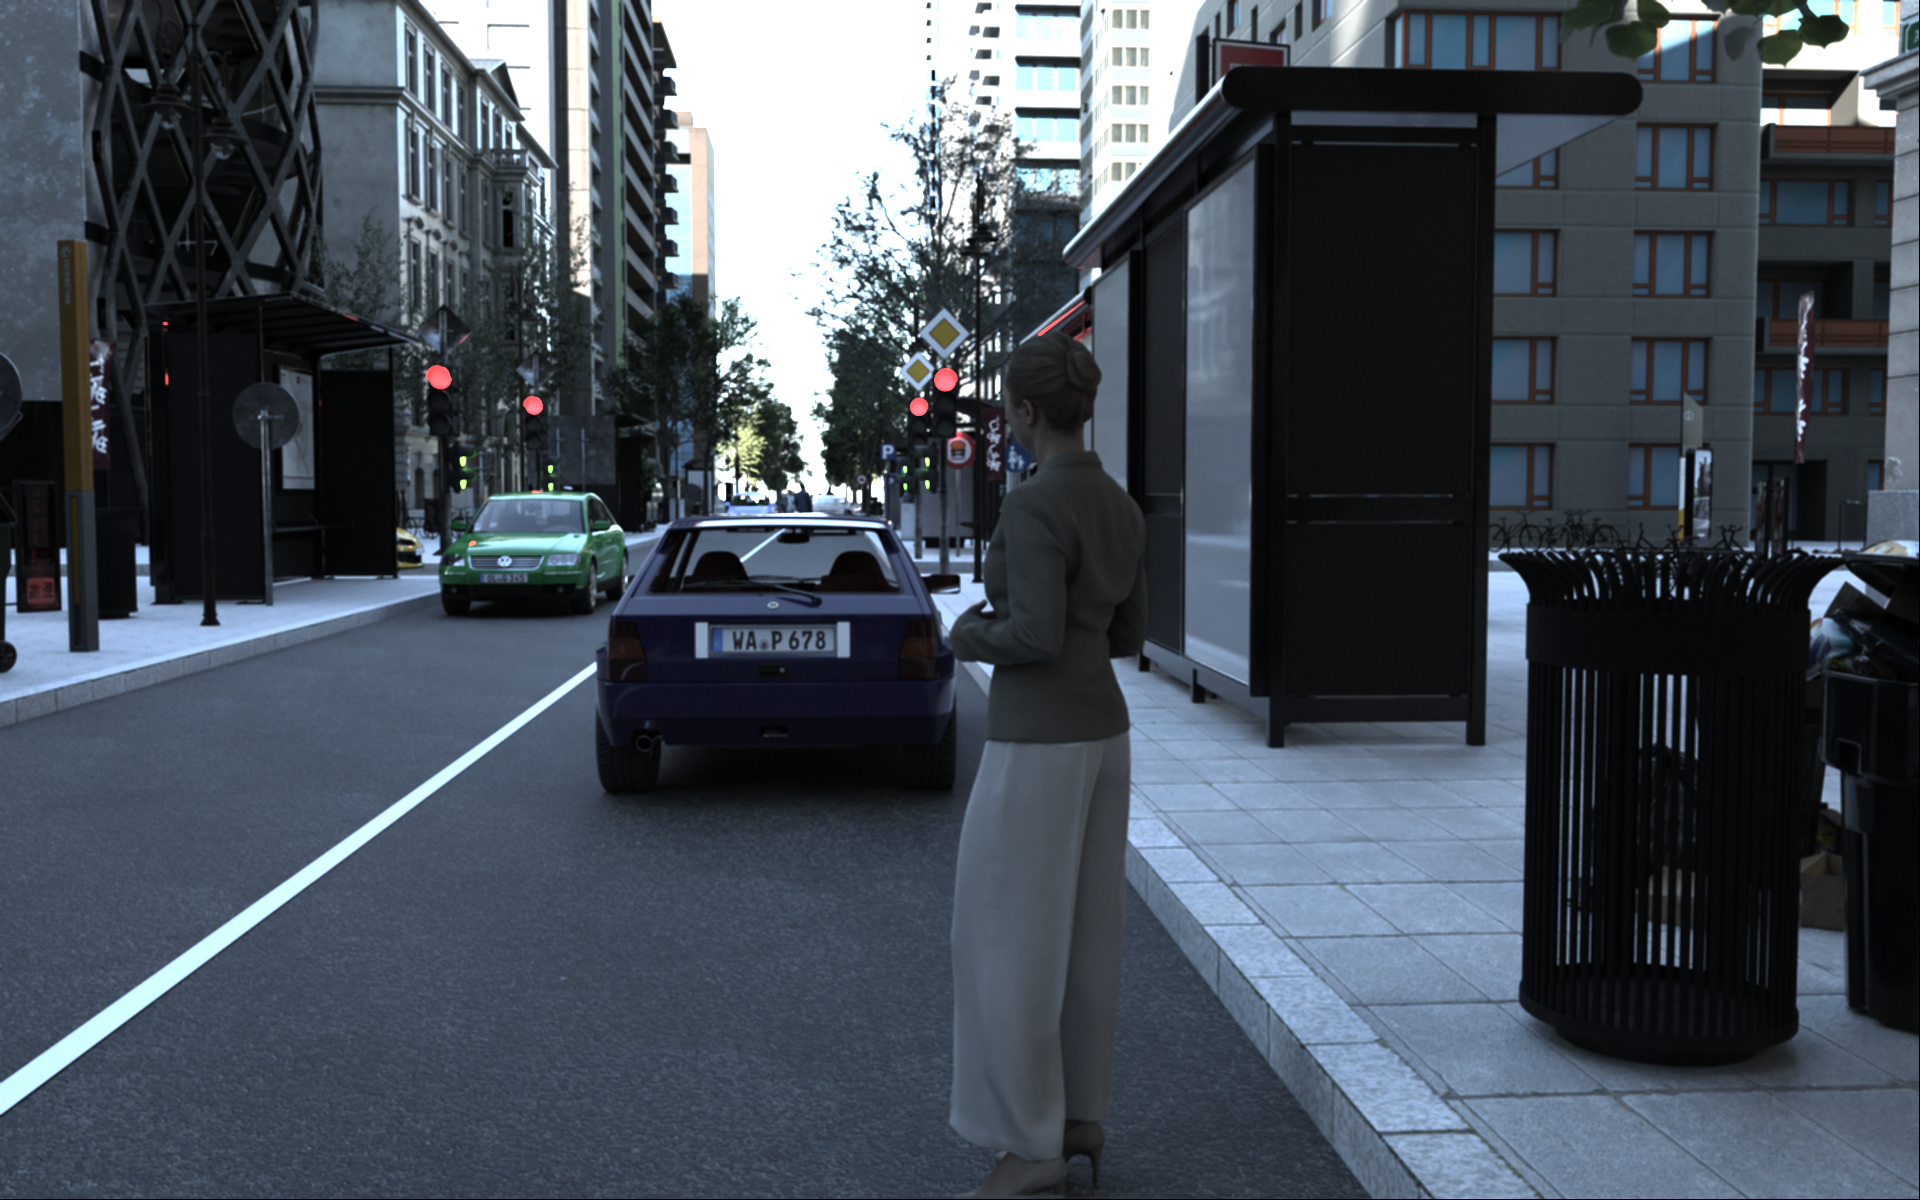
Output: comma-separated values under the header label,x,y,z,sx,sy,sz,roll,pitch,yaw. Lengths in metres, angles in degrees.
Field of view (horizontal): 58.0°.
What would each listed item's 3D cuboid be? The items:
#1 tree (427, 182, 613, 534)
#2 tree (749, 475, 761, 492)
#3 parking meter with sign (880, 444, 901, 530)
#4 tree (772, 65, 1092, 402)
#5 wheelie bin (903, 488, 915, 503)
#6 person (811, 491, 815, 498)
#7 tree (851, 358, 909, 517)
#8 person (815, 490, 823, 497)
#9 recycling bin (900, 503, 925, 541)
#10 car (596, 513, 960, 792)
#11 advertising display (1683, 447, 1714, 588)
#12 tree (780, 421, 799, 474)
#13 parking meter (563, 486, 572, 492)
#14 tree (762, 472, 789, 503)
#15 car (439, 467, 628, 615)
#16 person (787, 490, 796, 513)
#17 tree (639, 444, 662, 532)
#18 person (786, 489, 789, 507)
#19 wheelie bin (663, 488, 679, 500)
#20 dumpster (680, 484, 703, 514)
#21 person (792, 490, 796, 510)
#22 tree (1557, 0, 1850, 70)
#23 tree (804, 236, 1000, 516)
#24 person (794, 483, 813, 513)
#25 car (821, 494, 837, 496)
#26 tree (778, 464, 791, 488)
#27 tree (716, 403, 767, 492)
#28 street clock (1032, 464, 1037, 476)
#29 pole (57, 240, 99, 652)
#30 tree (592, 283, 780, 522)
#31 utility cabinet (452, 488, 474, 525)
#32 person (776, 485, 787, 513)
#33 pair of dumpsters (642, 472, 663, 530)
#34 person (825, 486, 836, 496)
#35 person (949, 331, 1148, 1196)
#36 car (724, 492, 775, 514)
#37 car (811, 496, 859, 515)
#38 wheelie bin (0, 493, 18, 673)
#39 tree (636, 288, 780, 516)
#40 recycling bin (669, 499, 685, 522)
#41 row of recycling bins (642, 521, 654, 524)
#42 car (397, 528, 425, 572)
label,x,y,z,sx,sy,sz,roll,pitch,yaw
tree,-10.019,-5.547,41.055,4.360,8.622,3.978,0,3,0
tree,-18.506,-9.879,156.129,1.663,3.219,1.824,0,3,0
parking meter with sign,-2.369,-3.979,61.314,0.543,3.016,1.738,1,4,10
tree,-0.536,-8.581,50.672,12.009,13.543,11.850,0,3,0
wheelie bin,-1.718,-3.514,65.356,0.980,1.594,0.693,-2,4,-33
person,-18.145,-12.527,213.255,0.705,1.831,1.348,-2,4,-28
tree,-3.748,-8.545,90.077,4.360,8.622,3.978,0,3,0
person,-12.084,-8.648,149.914,1.348,1.822,0.705,-1,4,-17
recycling bin,-1.204,-2.148,47.674,0.722,1.027,0.722,1,4,14
car,-0.943,0.176,9.698,1.945,1.354,3.894,0,4,-3
advertising display,10.234,-1.150,24.014,0.123,1.923,0.974,3,4,37
tree,-20.430,-15.192,182.809,7.601,10.594,8.767,0,4,2
parking meter,-12.229,-2.803,54.232,0.372,1.533,0.369,0,3,0
tree,-24.133,-15.136,231.191,4.285,4.588,4.351,0,3,0
car,-5.338,-0.810,22.035,1.959,1.807,4.718,0,4,-3
person,-6.409,-3.384,65.637,0.330,1.601,0.589,-2,4,-27
tree,-10.932,-3.895,58.292,1.663,3.219,1.824,0,3,0
person,-14.479,-8.472,146.892,0.599,1.838,0.709,-2,4,-24
wheelie bin,-14.530,-4.818,86.678,0.980,1.594,0.693,0,4,1
dumpster,-15.044,-5.583,97.032,1.264,1.857,1.865,0,4,-4
person,-15.363,-9.294,160.460,1.348,1.823,0.705,-3,5,-40
tree,2.620,-5.088,1.322,7.486,12.596,7.792,0,3,0
tree,-1.887,-8.799,69.612,9.928,11.665,9.643,0,3,0
person,-5.232,-3.034,58.286,0.721,1.800,0.419,0,4,6
car,-10.311,-7.612,136.258,2.131,1.459,4.920,0,4,-3
tree,-24.998,-17.753,240.628,4.360,8.622,3.978,0,3,0
tree,-16.484,-11.083,131.572,4.737,8.622,4.395,0,3,0
street clock,1.964,-2.291,42.027,0.358,2.002,0.471,-2,4,-32
pole,-7.151,-1.236,14.045,0.158,3.312,0.155,0,3,0
tree,-12.718,-8.671,76.176,7.601,10.594,8.767,0,4,6
utility cabinet,-17.304,-3.147,60.137,0.318,1.500,1.173,-3,5,-44
person,-7.007,-3.683,68.996,0.573,1.790,0.520,2,4,28
pair of dumpsters,-11.638,-3.655,62.257,1.574,2.255,4.437,0,4,-4
person,-6.745,-4.939,89.244,0.794,1.824,0.713,1,4,13
person,0.161,0.334,3.582,0.362,1.759,0.519,2,4,33
car,-8.045,-3.485,66.577,1.945,1.707,3.694,0,4,-3
car,-4.640,-3.030,61.897,2.083,1.381,4.827,0,4,-3
wheelie bin,-7.194,-0.270,12.321,0.980,1.594,0.693,2,4,25
tree,-12.622,-9.841,86.652,9.928,11.665,9.643,0,3,0
recycling bin,-14.534,-4.675,88.995,0.722,1.027,0.722,-1,4,-9
row of recycling bins,-13.935,-4.211,75.960,1.069,1.692,3.534,0,4,-3
car,-11.124,-1.162,29.224,3.980,1.641,2.015,0,4,-3
